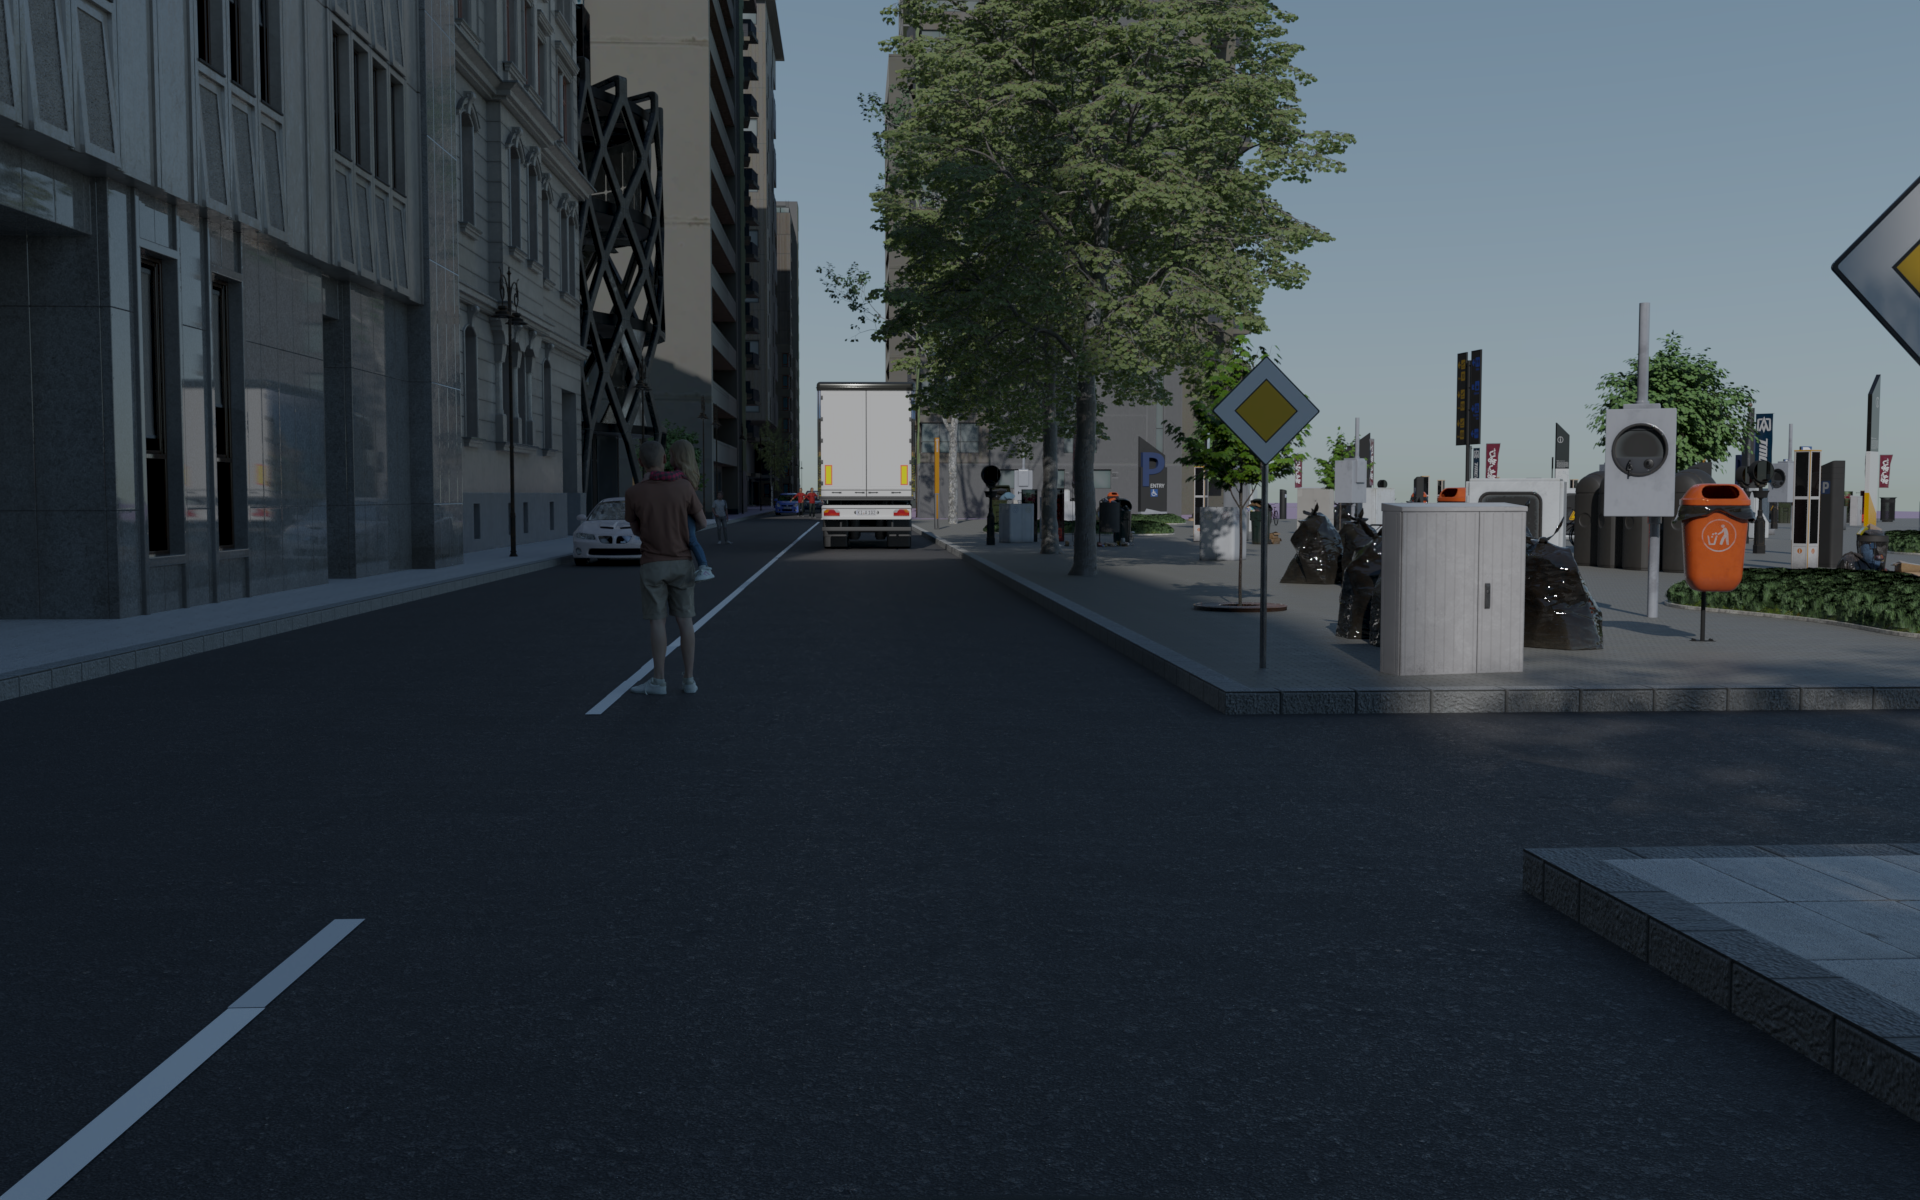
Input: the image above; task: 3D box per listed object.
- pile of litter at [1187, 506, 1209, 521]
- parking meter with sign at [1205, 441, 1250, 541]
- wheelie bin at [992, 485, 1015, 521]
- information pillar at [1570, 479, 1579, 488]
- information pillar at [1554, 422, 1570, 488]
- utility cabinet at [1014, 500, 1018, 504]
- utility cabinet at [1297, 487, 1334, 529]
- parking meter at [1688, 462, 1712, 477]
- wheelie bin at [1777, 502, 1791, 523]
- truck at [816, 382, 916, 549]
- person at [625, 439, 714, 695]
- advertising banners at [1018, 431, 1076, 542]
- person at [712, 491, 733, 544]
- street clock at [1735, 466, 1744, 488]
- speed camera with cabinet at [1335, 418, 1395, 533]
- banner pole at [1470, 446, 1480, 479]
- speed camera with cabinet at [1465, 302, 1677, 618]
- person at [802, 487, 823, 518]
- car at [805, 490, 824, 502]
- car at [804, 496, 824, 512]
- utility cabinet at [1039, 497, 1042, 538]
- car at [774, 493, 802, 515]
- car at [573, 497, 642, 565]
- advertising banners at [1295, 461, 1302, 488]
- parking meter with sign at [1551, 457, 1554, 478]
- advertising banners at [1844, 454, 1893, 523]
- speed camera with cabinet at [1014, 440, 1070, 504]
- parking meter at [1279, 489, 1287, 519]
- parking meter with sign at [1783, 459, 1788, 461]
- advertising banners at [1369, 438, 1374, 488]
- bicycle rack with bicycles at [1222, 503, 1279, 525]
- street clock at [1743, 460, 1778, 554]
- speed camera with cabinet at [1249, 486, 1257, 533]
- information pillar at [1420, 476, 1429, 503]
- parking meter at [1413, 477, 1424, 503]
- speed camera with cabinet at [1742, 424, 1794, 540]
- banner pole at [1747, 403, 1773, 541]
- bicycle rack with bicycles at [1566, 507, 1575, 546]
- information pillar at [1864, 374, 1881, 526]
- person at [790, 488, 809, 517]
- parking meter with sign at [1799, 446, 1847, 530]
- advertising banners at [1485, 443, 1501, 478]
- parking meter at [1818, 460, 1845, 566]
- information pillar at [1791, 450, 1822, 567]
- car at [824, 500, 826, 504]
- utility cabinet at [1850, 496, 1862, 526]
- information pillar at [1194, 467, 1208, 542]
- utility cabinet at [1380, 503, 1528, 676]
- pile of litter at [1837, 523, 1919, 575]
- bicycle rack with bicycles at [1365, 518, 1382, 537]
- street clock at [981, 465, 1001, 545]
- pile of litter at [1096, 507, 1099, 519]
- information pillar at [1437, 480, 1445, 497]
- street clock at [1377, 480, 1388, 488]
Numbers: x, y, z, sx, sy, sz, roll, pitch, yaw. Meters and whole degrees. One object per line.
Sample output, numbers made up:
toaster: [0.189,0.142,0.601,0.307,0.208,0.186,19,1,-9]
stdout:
pile of litter: [11.719,-4.230,83.125,1.719,0.858,1.176,1,4,23]
parking meter with sign: [7.554,-3.118,47.238,1.738,3.016,0.543,1,4,15]
wheelie bin: [1.455,-3.220,60.554,0.980,1.594,0.693,1,4,18]
information pillar: [30.588,-5.005,86.322,0.304,2.012,0.304,-1,4,-15]
information pillar: [19.712,-4.002,56.780,0.504,3.616,0.183,-1,4,-11]
utility cabinet: [2.970,-4.547,83.018,0.318,1.500,1.173,2,4,28]
utility cabinet: [11.385,-2.865,55.522,1.173,1.500,0.318,3,5,42]
parking meter: [13.446,-1.580,31.543,0.399,1.863,0.255,-2,4,-25]
wheelie bin: [36.359,-4.179,76.240,0.980,1.594,0.693,1,4,20]
truck: [-2.576,-3.664,48.816,2.839,4.237,11.283,0,4,-2]
person: [-2.080,-0.248,12.523,0.573,1.828,0.580,2,4,26]
advertising banners: [2.549,-3.080,46.542,2.074,3.025,0.090,-1,4,-17]
person: [-6.824,-2.360,49.687,0.523,1.515,0.503,3,4,38]
street clock: [20.282,-2.459,44.775,0.471,2.002,0.358,-1,4,-22]
speed camera with cabinet: [10.634,-3.127,45.456,2.038,3.252,0.660,-3,5,-44]
banner pole: [24.505,-5.663,82.613,0.401,3.779,0.863,-2,4,-24]
speed camera with cabinet: [6.369,-1.453,18.088,2.038,3.252,0.660,1,4,23]
person: [-8.869,-5.842,103.947,1.348,1.831,0.705,-1,4,-19]
car: [-14.636,-10.067,173.272,2.281,1.827,5.304,0,4,-5]
car: [-11.701,-7.672,137.437,2.014,1.417,4.499,0,4,-6]
utility cabinet: [2.650,-2.405,50.486,0.306,1.237,1.020,2,4,27]
car: [-11.661,-6.629,117.970,1.945,1.707,3.694,0,4,-2]
car: [-6.917,-1.472,36.421,2.083,1.381,4.827,0,4,-3]
advertising banners: [15.536,-4.922,76.661,2.074,3.025,0.090,-2,4,-28]
parking meter with sign: [27.005,-5.218,81.574,1.738,3.016,0.543,1,4,17]
advertising banners: [40.239,-4.939,76.948,2.074,3.025,0.090,1,4,23]
speed camera with cabinet: [3.029,-4.270,64.157,2.038,3.252,0.660,0,4,0]
parking meter: [16.530,-4.905,88.608,0.372,1.533,0.369,0,3,0]
parking meter with sign: [41.516,-5.457,85.478,0.543,3.016,1.738,-2,4,-26]
advertising banners: [13.350,-3.618,55.344,0.090,3.025,2.074,2,4,29]
bicycle rack with bicycles: [11.808,-3.558,71.562,2.852,0.926,2.925,0,4,1]
street clock: [17.234,-2.002,37.298,0.471,2.002,0.358,0,4,-3]
speed camera with cabinet: [9.443,-3.867,57.556,0.660,3.252,2.038,1,4,19]
information pillar: [18.796,-4.011,70.068,0.304,2.012,0.304,0,4,2]
parking meter: [15.296,-3.186,57.795,0.255,1.863,0.399,0,4,-1]
speed camera with cabinet: [22.893,-3.361,49.294,0.660,3.252,2.038,-2,4,-24]
banner pole: [21.811,-3.510,47.401,0.401,3.779,0.863,-3,5,-43]
bicycle rack with bicycles: [16.008,-2.033,46.626,2.852,0.926,2.925,0,4,6]
information pillar: [17.777,-2.594,33.760,0.183,3.616,0.504,3,5,44]
person: [-10.096,-6.201,109.820,1.348,1.831,0.705,0,4,3]
parking meter with sign: [31.140,-4.047,62.426,0.543,3.016,1.738,-2,4,-24]
advertising banners: [17.737,-3.908,60.080,2.074,3.025,0.090,3,5,42]
parking meter: [15.192,-1.499,30.217,0.255,1.863,0.399,-1,4,-11]
information pillar: [14.096,-1.490,28.853,0.304,2.012,0.304,-2,4,-31]
car: [-15.031,-10.466,183.127,2.014,1.417,4.499,0,4,-4]
utility cabinet: [36.734,-3.659,70.992,0.306,1.237,1.020,3,4,36]
information pillar: [6.402,-2.540,46.014,0.304,2.012,0.304,2,4,28]
utility cabinet: [3.551,-0.079,12.458,1.020,1.237,0.306,-1,4,-16]
pile of litter: [13.365,-0.669,24.902,1.719,0.858,1.176,-1,4,-12]
bicycle rack with bicycles: [10.371,-1.536,38.499,2.852,0.926,2.925,-3,5,-42]
street clock: [0.773,-2.383,43.526,0.471,2.002,0.358,-1,4,-11]
pile of litter: [5.863,-3.450,70.367,1.719,0.858,1.176,0,4,8]
information pillar: [24.905,-5.212,89.701,0.304,2.012,0.304,-3,5,-44]
street clock: [21.197,-5.040,86.972,0.471,2.002,0.358,-1,4,-18]
